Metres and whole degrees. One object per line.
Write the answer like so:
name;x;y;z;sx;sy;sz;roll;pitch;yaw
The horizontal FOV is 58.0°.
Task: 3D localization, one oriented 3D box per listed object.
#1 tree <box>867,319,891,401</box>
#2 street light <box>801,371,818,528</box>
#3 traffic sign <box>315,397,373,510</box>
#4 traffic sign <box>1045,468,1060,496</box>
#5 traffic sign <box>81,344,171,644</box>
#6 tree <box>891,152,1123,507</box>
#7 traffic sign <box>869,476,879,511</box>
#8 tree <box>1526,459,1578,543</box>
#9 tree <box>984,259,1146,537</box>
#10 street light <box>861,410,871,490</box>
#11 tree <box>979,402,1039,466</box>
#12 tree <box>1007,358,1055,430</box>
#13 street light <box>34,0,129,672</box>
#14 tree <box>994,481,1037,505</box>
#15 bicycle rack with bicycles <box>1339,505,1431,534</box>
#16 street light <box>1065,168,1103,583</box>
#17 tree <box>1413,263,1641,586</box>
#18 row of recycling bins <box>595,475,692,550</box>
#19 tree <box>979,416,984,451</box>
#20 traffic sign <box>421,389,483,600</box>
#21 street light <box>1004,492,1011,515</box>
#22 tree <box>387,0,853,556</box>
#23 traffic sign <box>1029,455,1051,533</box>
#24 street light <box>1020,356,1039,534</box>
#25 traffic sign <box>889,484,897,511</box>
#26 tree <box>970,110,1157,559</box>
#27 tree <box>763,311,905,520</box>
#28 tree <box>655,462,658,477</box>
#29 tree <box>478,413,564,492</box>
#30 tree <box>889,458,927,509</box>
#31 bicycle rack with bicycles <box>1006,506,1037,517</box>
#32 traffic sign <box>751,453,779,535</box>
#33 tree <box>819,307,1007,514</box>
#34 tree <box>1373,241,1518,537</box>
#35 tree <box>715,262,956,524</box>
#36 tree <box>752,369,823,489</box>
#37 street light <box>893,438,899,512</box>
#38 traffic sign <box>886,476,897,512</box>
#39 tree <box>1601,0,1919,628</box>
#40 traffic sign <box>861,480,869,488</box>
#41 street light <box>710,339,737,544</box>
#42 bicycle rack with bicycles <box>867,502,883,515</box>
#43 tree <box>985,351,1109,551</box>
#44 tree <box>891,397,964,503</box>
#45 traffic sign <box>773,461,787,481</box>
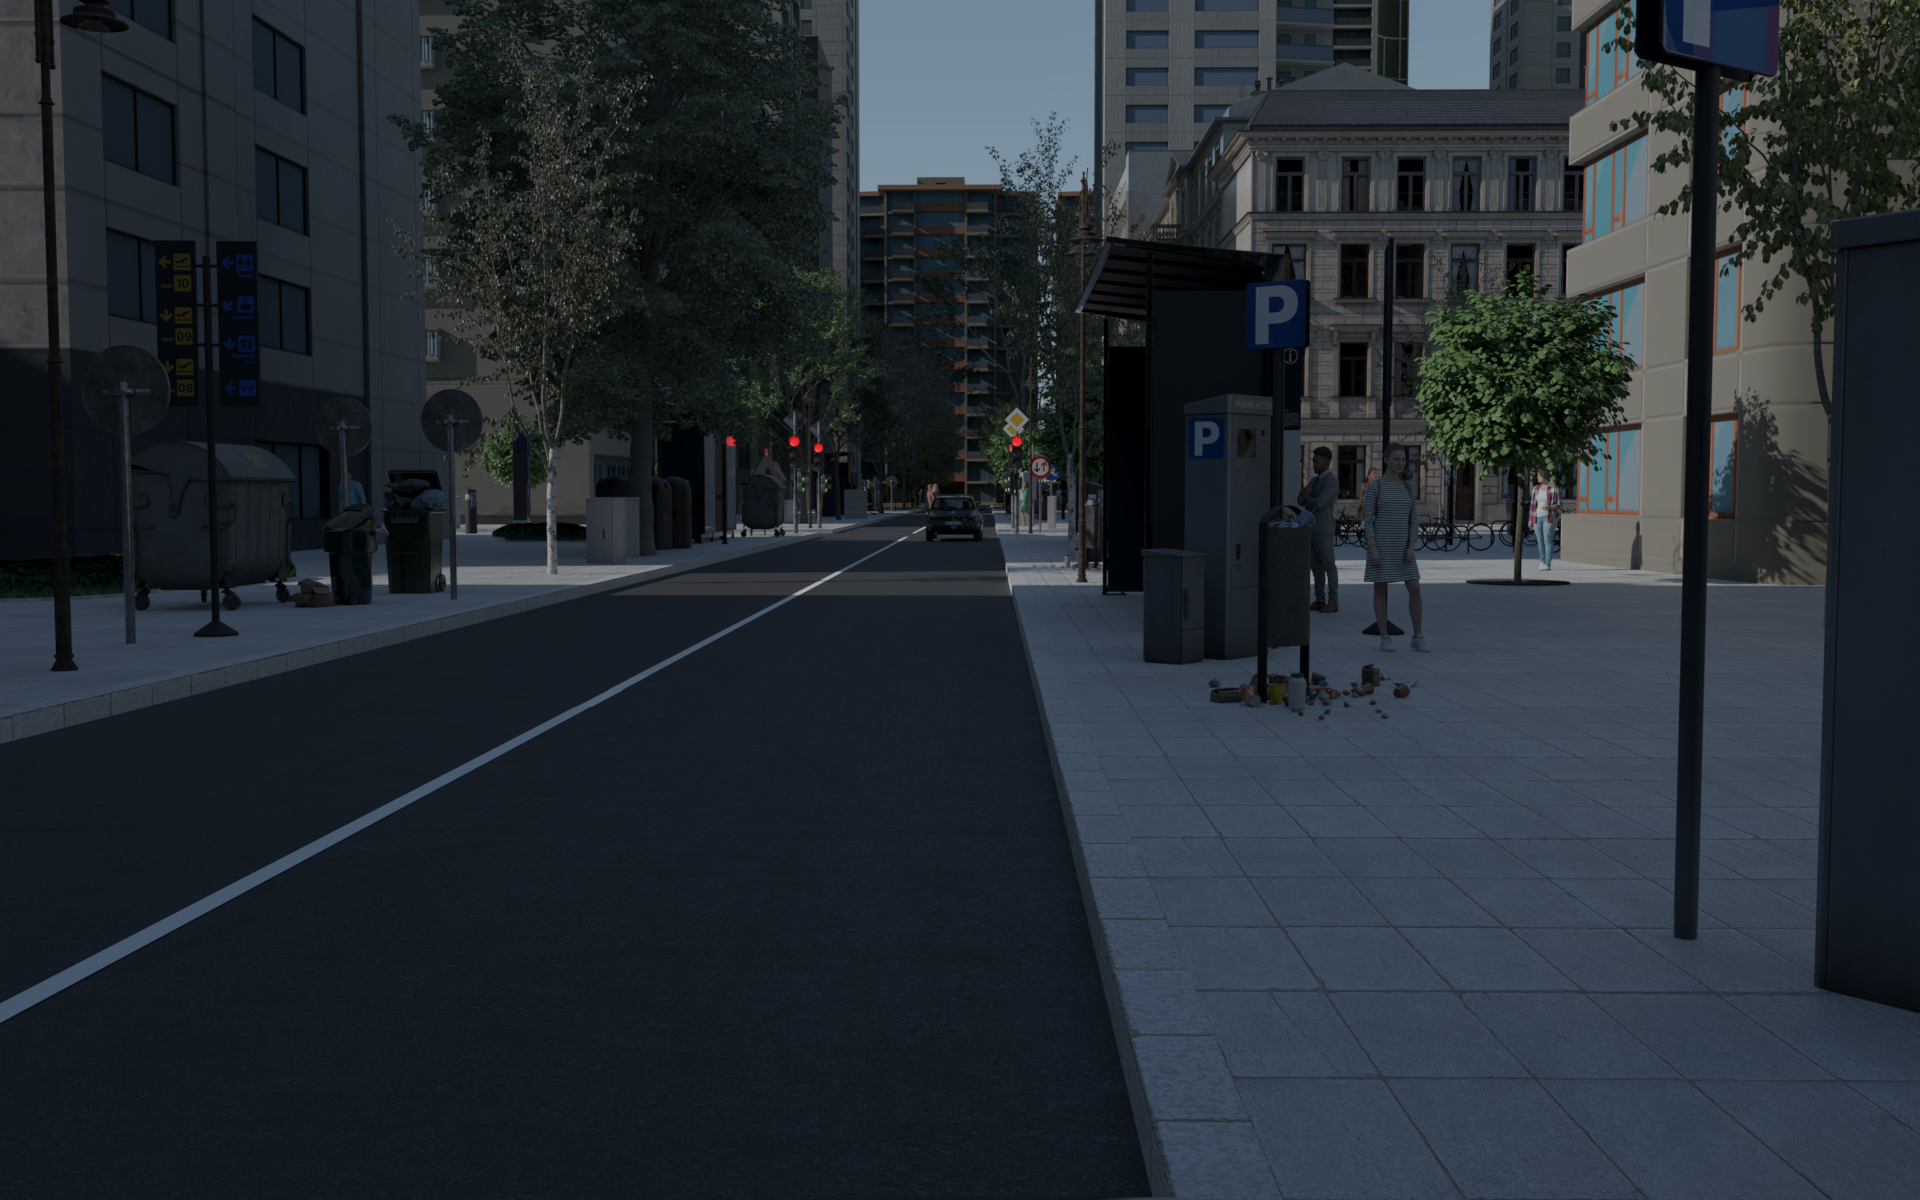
tree;-3.477;-19.390;172.921;12.611;20.169;13.585;0;3;0
street light;-5.626;-5.639;64.986;0.468;5.910;1.993;0;4;1
traffic sign;-8.128;-1.392;22.864;0.768;2.556;0.104;0;4;2
traffic sign;3.580;-4.147;67.906;0.768;2.556;0.104;0;4;6
traffic sign;-7.118;-0.898;14.791;0.768;2.556;0.104;0;4;2
tree;2.912;-14.872;99.050;12.611;20.169;13.585;0;3;0
traffic sign;-6.002;-7.491;122.484;0.884;2.594;0.081;0;4;6
tree;15.621;-3.155;46.180;1.663;3.219;1.824;0;3;0
tree;3.679;-6.203;51.784;4.737;8.622;4.395;0;3;0
street light;-5.198;-7.511;95.588;0.468;5.910;1.993;0;4;1
tree;5.674;-16.145;189.720;9.928;11.665;9.643;0;3;0
tree;4.797;-14.907;154.097;12.009;13.543;11.850;0;3;0
street light;-6.516;-2.424;12.422;0.468;5.910;1.993;0;4;1
tree;2.999;-5.577;85.793;1.663;3.219;1.824;0;3;0
bicycle rack with bicycles;13.812;-2.581;55.589;2.852;0.926;2.925;-1;4;-14
street light;1.771;-3.192;24.982;0.468;5.910;1.993;0;4;1
tree;7.967;-2.505;24.674;4.285;4.588;4.351;0;3;0
row of recycling bins;-7.246;-1.987;39.602;1.069;1.692;3.534;1;4;19
tree;3.611;-10.915;128.822;4.737;8.622;4.395;0;3;0
traffic sign;-6.154;-1.277;20.982;0.768;2.556;0.104;0;4;4
street light;3.138;-8.270;107.997;0.468;5.910;1.993;0;4;1
tree;-6.682;-7.897;35.779;9.857;13.997;8.962;0;3;0
traffic sign;2.649;-3.487;57.114;0.768;2.556;0.104;0;4;4
street light;2.286;-5.083;55.890;0.468;5.910;1.993;0;4;1
traffic sign;-5.080;-7.927;129.711;0.768;2.556;0.104;0;4;4
tree;2.194;-5.086;33.521;4.360;8.622;3.978;0;3;0
tree;-6.317;-9.225;85.233;7.601;10.594;8.767;-2;4;-25
tree;-8.977;-3.633;54.006;1.663;3.219;1.824;0;3;0
tree;-17.587;-5.255;69.629;4.285;4.588;4.351;0;3;0
tree;-4.629;-10.257;151.423;4.285;4.588;4.351;0;3;0
bicycle rack with bicycles;4.034;-5.147;97.533;2.925;0.926;2.852;-2;4;-29
traffic sign;-6.119;-3.318;54.247;0.884;2.594;0.081;0;4;8
tree;-5.330;-12.464;114.162;12.009;13.543;11.850;0;3;0
tree;14.516;-6.164;51.139;4.360;8.622;3.978;0;3;0
tree;-6.738;-9.087;74.323;9.928;11.665;9.643;0;3;0
tree;-10.516;-9.343;103.122;4.360;8.622;3.978;0;3;0
street light;-4.712;-9.394;126.372;0.468;5.910;1.993;0;4;1
traffic sign;-4.817;-7.456;122.013;0.768;2.556;0.104;0;4;7
tree;8.218;-4.022;16.126;4.737;8.622;4.395;0;3;0
traffic sign;-6.826;-7.498;124.721;0.606;2.300;0.079;1;4;8
street light;-6.032;-4.371;44.252;0.468;5.910;1.993;0;4;1
bicycle rack with bicycles;-6.084;-5.733;107.109;2.925;0.926;2.852;-1;4;-20
tree;3.155;-3.425;39.714;4.285;4.588;4.351;0;3;0
tree;-4.133;-18.688;212.196;9.857;13.997;8.962;0;3;0
traffic sign;-7.268;-4.176;68.285;0.884;2.594;0.081;1;4;9
